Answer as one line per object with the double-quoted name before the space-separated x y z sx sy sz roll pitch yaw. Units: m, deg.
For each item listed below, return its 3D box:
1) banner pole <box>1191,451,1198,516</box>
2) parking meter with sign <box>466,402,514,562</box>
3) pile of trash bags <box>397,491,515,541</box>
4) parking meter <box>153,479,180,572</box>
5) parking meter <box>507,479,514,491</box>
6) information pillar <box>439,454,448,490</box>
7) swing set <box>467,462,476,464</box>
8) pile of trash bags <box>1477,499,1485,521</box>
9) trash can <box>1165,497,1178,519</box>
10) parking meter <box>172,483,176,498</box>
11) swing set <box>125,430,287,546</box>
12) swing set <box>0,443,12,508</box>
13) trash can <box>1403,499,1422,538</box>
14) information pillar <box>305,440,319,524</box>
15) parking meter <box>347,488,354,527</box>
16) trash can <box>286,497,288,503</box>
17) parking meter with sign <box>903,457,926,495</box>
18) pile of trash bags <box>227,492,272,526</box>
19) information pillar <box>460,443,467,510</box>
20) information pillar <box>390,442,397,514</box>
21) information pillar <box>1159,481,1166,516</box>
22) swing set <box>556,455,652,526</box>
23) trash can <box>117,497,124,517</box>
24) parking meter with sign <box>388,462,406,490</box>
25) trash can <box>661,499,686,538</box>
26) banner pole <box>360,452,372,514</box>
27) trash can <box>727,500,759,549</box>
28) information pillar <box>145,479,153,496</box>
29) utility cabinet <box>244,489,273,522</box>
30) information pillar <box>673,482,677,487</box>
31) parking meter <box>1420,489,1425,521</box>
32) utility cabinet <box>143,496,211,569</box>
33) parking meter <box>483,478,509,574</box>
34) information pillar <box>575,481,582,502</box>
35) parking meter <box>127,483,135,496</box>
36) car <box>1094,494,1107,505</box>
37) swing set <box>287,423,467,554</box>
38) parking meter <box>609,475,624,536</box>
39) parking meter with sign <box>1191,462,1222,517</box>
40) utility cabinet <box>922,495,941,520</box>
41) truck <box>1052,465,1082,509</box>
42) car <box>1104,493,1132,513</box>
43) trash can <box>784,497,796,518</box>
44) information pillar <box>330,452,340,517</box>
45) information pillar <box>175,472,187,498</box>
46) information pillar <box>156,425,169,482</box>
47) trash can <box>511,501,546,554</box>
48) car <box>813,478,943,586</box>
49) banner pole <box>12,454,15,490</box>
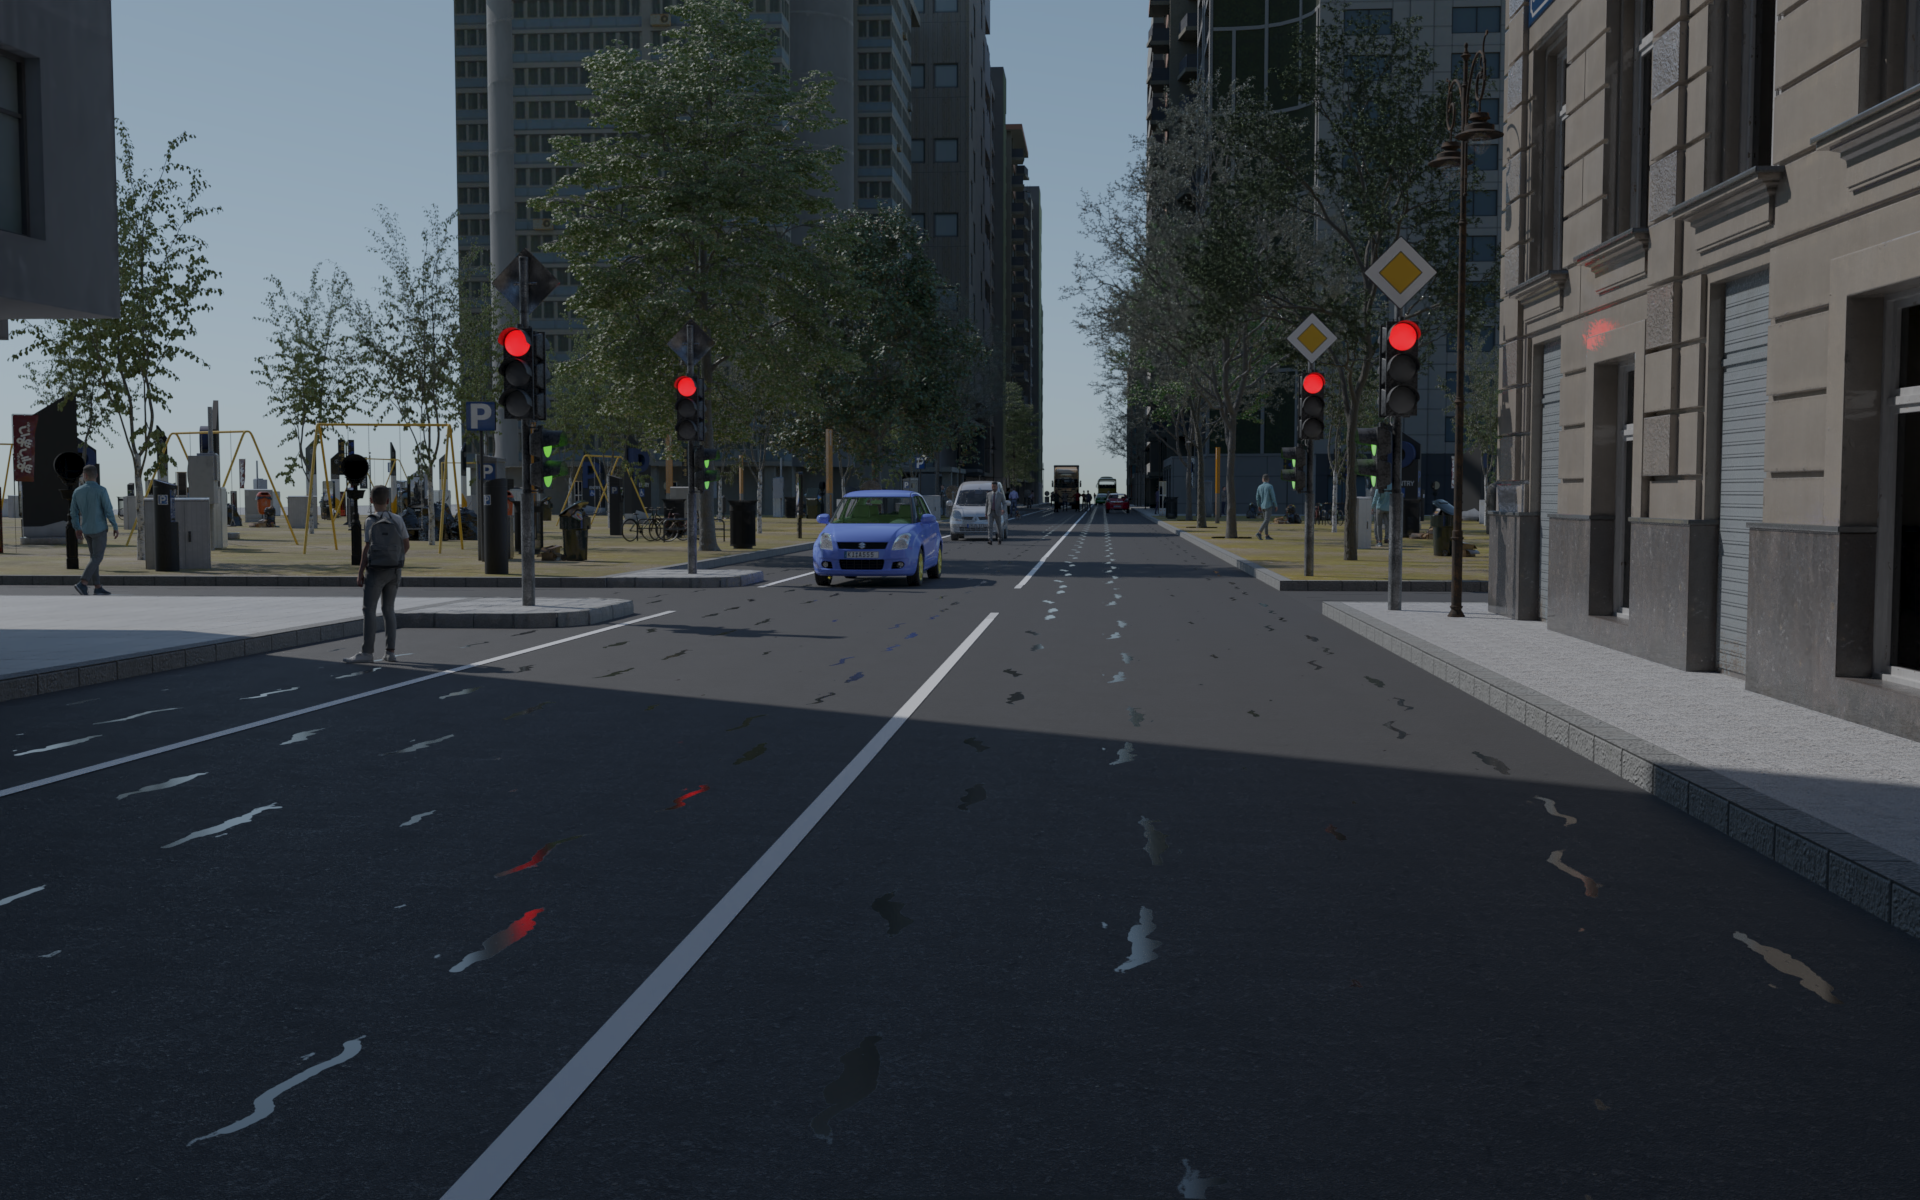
"banner pole" 13.594 -6.771 100.722 0.863 3.779 0.401 -2 4 -31
"parking meter with sign" -9.057 -2.281 33.562 0.543 3.016 1.738 0 4 -2
"pile of trash bags" -14.057 -2.377 48.608 1.912 1.369 3.447 3 5 43
"parking meter" -13.177 -1.244 28.754 0.372 1.533 0.369 0 3 0
"parking meter" -17.308 -3.732 66.734 0.255 1.863 0.399 -1 4 -13
"information pillar" -28.751 -6.430 96.481 0.504 3.616 0.183 0 4 2
"swing set" -24.213 -5.374 85.492 3.119 2.851 2.862 -1 4 -15
"pile of trash bags" 24.971 -4.273 79.621 1.912 1.369 3.447 0 4 8
"trash can" 10.900 -4.744 89.219 0.748 1.137 0.748 0 3 0
"parking meter" -36.241 -4.556 80.206 0.399 1.863 0.255 1 4 15
"swing set" -18.768 -2.790 43.242 3.119 2.851 2.862 2 4 30
"swing set" -30.179 -3.345 52.317 2.862 2.851 3.119 3 5 39
"trash can" 13.171 -2.393 50.777 0.748 1.137 0.748 0 3 0
"information pillar" -27.350 -4.998 73.073 0.504 3.616 0.183 1 4 14
"parking meter" -23.498 -3.585 67.028 0.372 1.533 0.369 0 3 0
"trash can" -29.530 -3.991 76.912 0.748 1.137 0.748 0 3 0
"parking meter with sign" -2.345 -5.202 81.316 0.543 3.016 1.738 2 4 35
"pile of trash bags" -29.523 -3.674 69.818 3.447 1.369 1.912 -3 4 -37
"information pillar" -22.476 -5.328 78.475 0.183 3.616 0.504 0 4 7
"information pillar" -25.552 -5.307 78.119 0.183 3.616 0.504 0 4 4
"information pillar" 11.703 -5.843 100.021 0.304 2.012 0.304 -3 5 -41
"swing set" -14.509 -4.446 70.318 2.862 2.851 3.119 1 4 17
"trash can" -47.514 -5.306 98.401 0.748 1.137 0.748 0 3 0
"parking meter with sign" -30.805 -6.097 95.953 0.543 3.016 1.738 2 4 31
"trash can" -8.414 -2.406 50.986 0.748 1.137 0.748 0 3 0
"banner pole" -35.187 -6.891 102.685 0.863 3.779 0.401 -2 4 -33
"trash can" -5.106 -1.778 40.722 0.748 1.137 0.748 0 3 0
"information pillar" -40.794 -5.059 87.199 0.304 2.012 0.304 3 4 38
"utility cabinet" -31.336 -4.205 77.424 1.173 1.500 0.318 -1 4 -21
"information pillar" -16.810 -5.953 101.829 0.304 2.012 0.304 -2 4 -25
"parking meter" 21.764 -4.494 81.895 0.372 1.533 0.369 0 3 0
"utility cabinet" -13.436 -1.137 29.750 1.020 1.237 0.306 -1 4 -22
"parking meter" -7.443 -1.185 27.782 0.372 1.533 0.369 0 3 0
"information pillar" -21.525 -5.702 97.716 0.304 2.012 0.304 2 4 31
"parking meter" -42.774 -5.117 89.382 0.255 1.863 0.399 0 4 -5
"car" 18.088 -12.950 220.532 1.959 1.807 4.718 0 4 5
"swing set" -12.869 -2.495 38.407 3.119 2.851 2.862 0 4 -6
"parking meter" -10.644 -2.934 53.684 0.399 1.863 0.255 1 4 13
"parking meter with sign" 13.455 -6.037 94.959 1.738 3.016 0.543 -1 4 -10
"utility cabinet" -1.454 -4.553 85.608 1.020 1.237 0.306 -2 4 -33
"truck" 10.375 -11.011 168.943 2.839 4.237 11.283 0 4 3
"car" 11.992 -7.498 131.640 2.155 1.783 4.494 0 4 6
"trash can" -8.970 -4.903 91.814 0.748 1.137 0.748 0 3 0
"information pillar" -34.241 -6.337 94.966 0.504 3.616 0.183 -3 4 -36
"information pillar" -25.599 -3.210 56.970 0.304 2.012 0.304 -3 4 -36
"information pillar" -27.186 -4.140 59.049 0.183 3.616 0.504 1 4 12
"trash can" -9.228 -1.555 37.072 0.748 1.137 0.748 0 3 0
"car" -1.299 -1.140 28.230 1.945 1.707 3.694 0 4 6
"banner pole" -58.494 -7.162 107.108 0.401 3.779 0.863 -2 4 -26
